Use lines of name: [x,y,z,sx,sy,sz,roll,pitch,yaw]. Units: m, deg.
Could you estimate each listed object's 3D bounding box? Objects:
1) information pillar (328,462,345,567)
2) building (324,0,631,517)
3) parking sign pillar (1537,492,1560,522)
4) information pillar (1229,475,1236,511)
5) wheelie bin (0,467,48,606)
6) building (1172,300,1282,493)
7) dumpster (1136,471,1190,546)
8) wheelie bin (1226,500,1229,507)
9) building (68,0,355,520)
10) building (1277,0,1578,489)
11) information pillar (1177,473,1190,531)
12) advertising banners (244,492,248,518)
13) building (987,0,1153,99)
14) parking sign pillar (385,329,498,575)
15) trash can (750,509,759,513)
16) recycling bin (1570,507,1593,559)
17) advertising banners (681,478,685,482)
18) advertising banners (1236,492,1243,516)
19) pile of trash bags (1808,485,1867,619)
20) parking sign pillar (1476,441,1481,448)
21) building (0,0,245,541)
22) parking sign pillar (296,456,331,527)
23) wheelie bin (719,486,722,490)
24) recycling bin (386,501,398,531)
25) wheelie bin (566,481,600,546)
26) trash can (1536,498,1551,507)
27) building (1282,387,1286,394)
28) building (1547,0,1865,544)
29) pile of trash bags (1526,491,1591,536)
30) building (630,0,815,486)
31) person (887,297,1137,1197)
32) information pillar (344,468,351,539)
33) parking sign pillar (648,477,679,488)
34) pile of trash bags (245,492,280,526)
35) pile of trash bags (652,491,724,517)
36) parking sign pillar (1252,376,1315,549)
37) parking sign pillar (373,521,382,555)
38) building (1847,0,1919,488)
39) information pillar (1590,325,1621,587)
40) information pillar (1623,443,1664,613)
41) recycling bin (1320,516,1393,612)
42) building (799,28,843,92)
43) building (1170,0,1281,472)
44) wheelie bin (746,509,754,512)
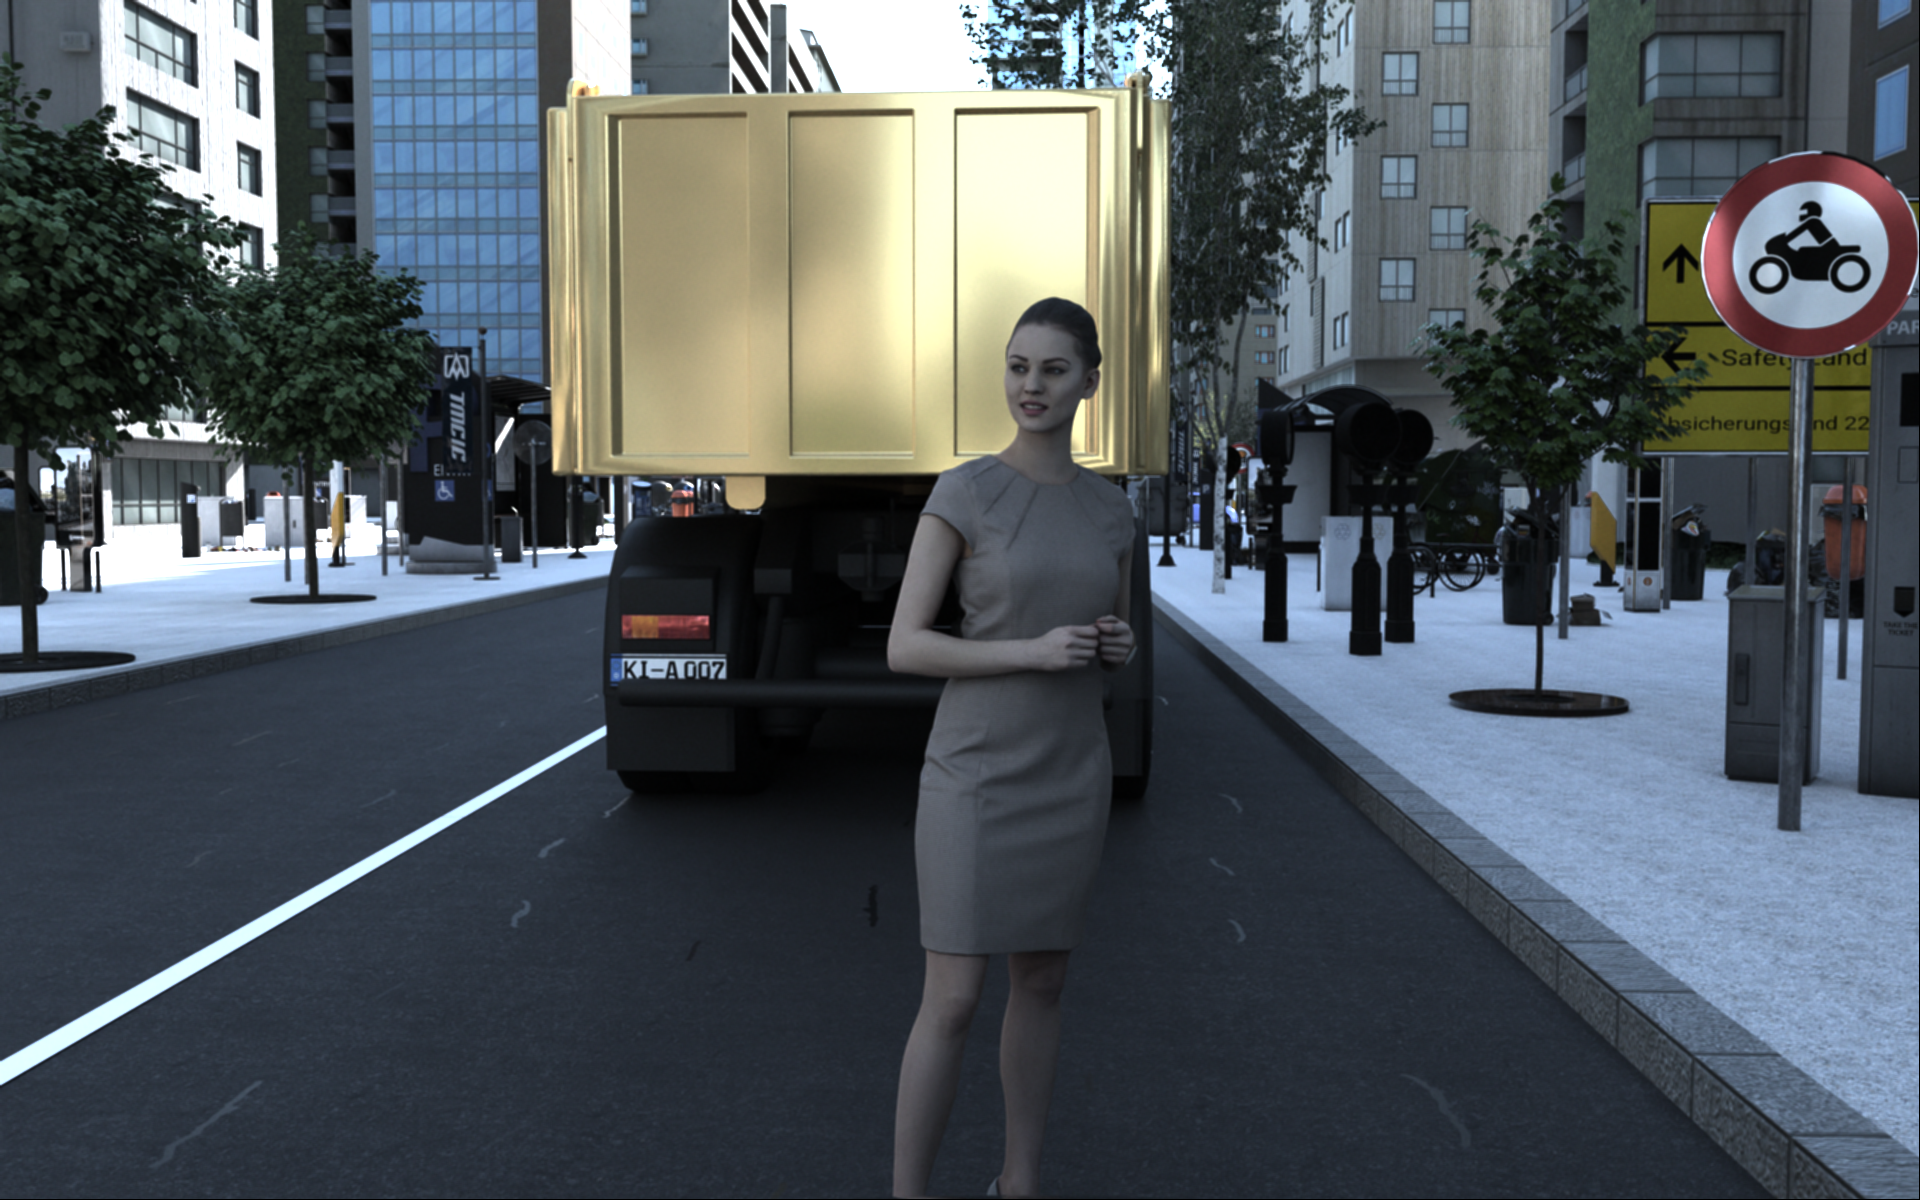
information pillar: [-10.954,-2.387,30.388,0.183,3.616,0.504,-3,4,-37]
building: [-27.543,-27.566,100.809,14.600,45.320,14.200,0,4,2]
parking sign pillar: [23.112,-4.818,67.242,1.447,3.967,1.447,0,4,-1]
information pillar: [14.186,-6.041,90.130,0.183,3.616,0.504,-2,4,-29]
wheelie bin: [-11.002,-0.742,20.038,0.980,1.594,0.693,3,5,40]
building: [37.352,-20.562,181.223,27.650,21.520,28.899,0,4,2]
dumpster: [5.120,-2.321,43.710,1.264,1.857,1.865,0,4,2]
wheelie bin: [12.423,-4.549,82.290,0.980,1.594,0.693,-3,4,-38]
building: [-40.938,-20.172,101.519,14.107,30.474,14.160,0,4,2]
building: [34.304,-31.514,104.494,27.495,52.752,28.713,0,4,2]
information pillar: [7.858,-3.455,60.977,0.304,2.012,0.304,-3,4,-37]
advertising banners: [-36.398,-5.554,86.989,0.090,3.025,2.074,1,4,12]
building: [15.801,-58.012,261.170,31.000,86.520,22.319,0,4,2]
parking sign pillar: [-8.297,-2.428,28.163,1.447,3.967,1.447,1,4,12]
trash can: [-13.887,-6.448,117.071,0.748,1.137,0.748,0,3,0]
recycling bin: [12.582,-1.359,34.771,0.722,1.027,0.722,-1,4,-14]
advertising banners: [-13.738,-5.606,87.844,0.090,3.025,2.074,-2,4,-32]
advertising banners: [14.688,-6.117,96.205,2.074,3.025,0.090,1,4,9]
pile of trash bags: [9.541,-0.496,17.859,1.912,1.369,3.447,3,5,40]
parking sign pillar: [25.211,-5.964,85.976,1.447,3.967,1.447,1,4,23]
building: [-29.854,-17.250,53.740,14.107,30.474,14.160,0,4,2]
parking sign pillar: [-25.199,-4.843,67.660,1.447,3.967,1.447,-2,4,-33]
wheelie bin: [-9.704,-3.818,70.329,0.693,1.594,0.980,-1,4,-14]
recycling bin: [-19.750,-2.958,60.913,0.722,1.027,0.722,0,4,8]
wheelie bin: [-9.370,-2.145,42.983,0.980,1.594,0.693,2,4,29]
trash can: [21.193,-3.157,63.277,0.748,1.137,0.748,0,3,0]
building: [32.148,-29.294,129.064,14.600,45.320,14.200,0,4,2]
building: [24.291,-22.319,48.510,14.154,41.232,14.086,0,4,2]
pile of trash bags: [14.001,-1.834,39.746,1.912,1.369,3.447,3,5,42]
building: [-25.748,-33.218,166.821,21.300,48.544,21.600,0,4,2]
person: [0.108,0.351,3.098,0.599,1.781,0.374,-2,4,-27]
information pillar: [-17.484,-2.726,49.068,0.304,2.012,0.304,1,4,18]
parking sign pillar: [-11.191,-4.703,65.367,1.447,3.967,1.447,3,4,37]
pile of trash bags: [-29.096,-3.660,69.593,3.447,1.369,1.912,-2,4,-27]
pile of trash bags: [-7.212,-2.208,45.850,1.912,1.369,3.447,0,4,-2]
parking sign pillar: [7.382,-3.115,39.400,1.447,3.967,1.447,2,4,25]
parking sign pillar: [-11.714,-2.959,36.849,1.447,3.967,1.447,-2,4,-24]
building: [24.301,-23.007,26.269,14.600,45.320,14.200,0,4,2]
information pillar: [8.930,-1.993,23.948,0.504,3.616,0.183,-2,4,-35]
information pillar: [7.431,-0.876,18.815,0.304,2.012,0.304,0,3,0]
recycling bin: [4.401,-0.409,19.249,0.722,1.027,0.722,0,4,7]
building: [-28.194,-37.569,203.487,27.495,52.752,28.713,0,4,2]
building: [33.734,-46.889,204.894,20.563,71.187,20.611,0,4,2]
wheelie bin: [-15.095,-7.159,124.951,0.693,1.594,0.980,2,4,34]
